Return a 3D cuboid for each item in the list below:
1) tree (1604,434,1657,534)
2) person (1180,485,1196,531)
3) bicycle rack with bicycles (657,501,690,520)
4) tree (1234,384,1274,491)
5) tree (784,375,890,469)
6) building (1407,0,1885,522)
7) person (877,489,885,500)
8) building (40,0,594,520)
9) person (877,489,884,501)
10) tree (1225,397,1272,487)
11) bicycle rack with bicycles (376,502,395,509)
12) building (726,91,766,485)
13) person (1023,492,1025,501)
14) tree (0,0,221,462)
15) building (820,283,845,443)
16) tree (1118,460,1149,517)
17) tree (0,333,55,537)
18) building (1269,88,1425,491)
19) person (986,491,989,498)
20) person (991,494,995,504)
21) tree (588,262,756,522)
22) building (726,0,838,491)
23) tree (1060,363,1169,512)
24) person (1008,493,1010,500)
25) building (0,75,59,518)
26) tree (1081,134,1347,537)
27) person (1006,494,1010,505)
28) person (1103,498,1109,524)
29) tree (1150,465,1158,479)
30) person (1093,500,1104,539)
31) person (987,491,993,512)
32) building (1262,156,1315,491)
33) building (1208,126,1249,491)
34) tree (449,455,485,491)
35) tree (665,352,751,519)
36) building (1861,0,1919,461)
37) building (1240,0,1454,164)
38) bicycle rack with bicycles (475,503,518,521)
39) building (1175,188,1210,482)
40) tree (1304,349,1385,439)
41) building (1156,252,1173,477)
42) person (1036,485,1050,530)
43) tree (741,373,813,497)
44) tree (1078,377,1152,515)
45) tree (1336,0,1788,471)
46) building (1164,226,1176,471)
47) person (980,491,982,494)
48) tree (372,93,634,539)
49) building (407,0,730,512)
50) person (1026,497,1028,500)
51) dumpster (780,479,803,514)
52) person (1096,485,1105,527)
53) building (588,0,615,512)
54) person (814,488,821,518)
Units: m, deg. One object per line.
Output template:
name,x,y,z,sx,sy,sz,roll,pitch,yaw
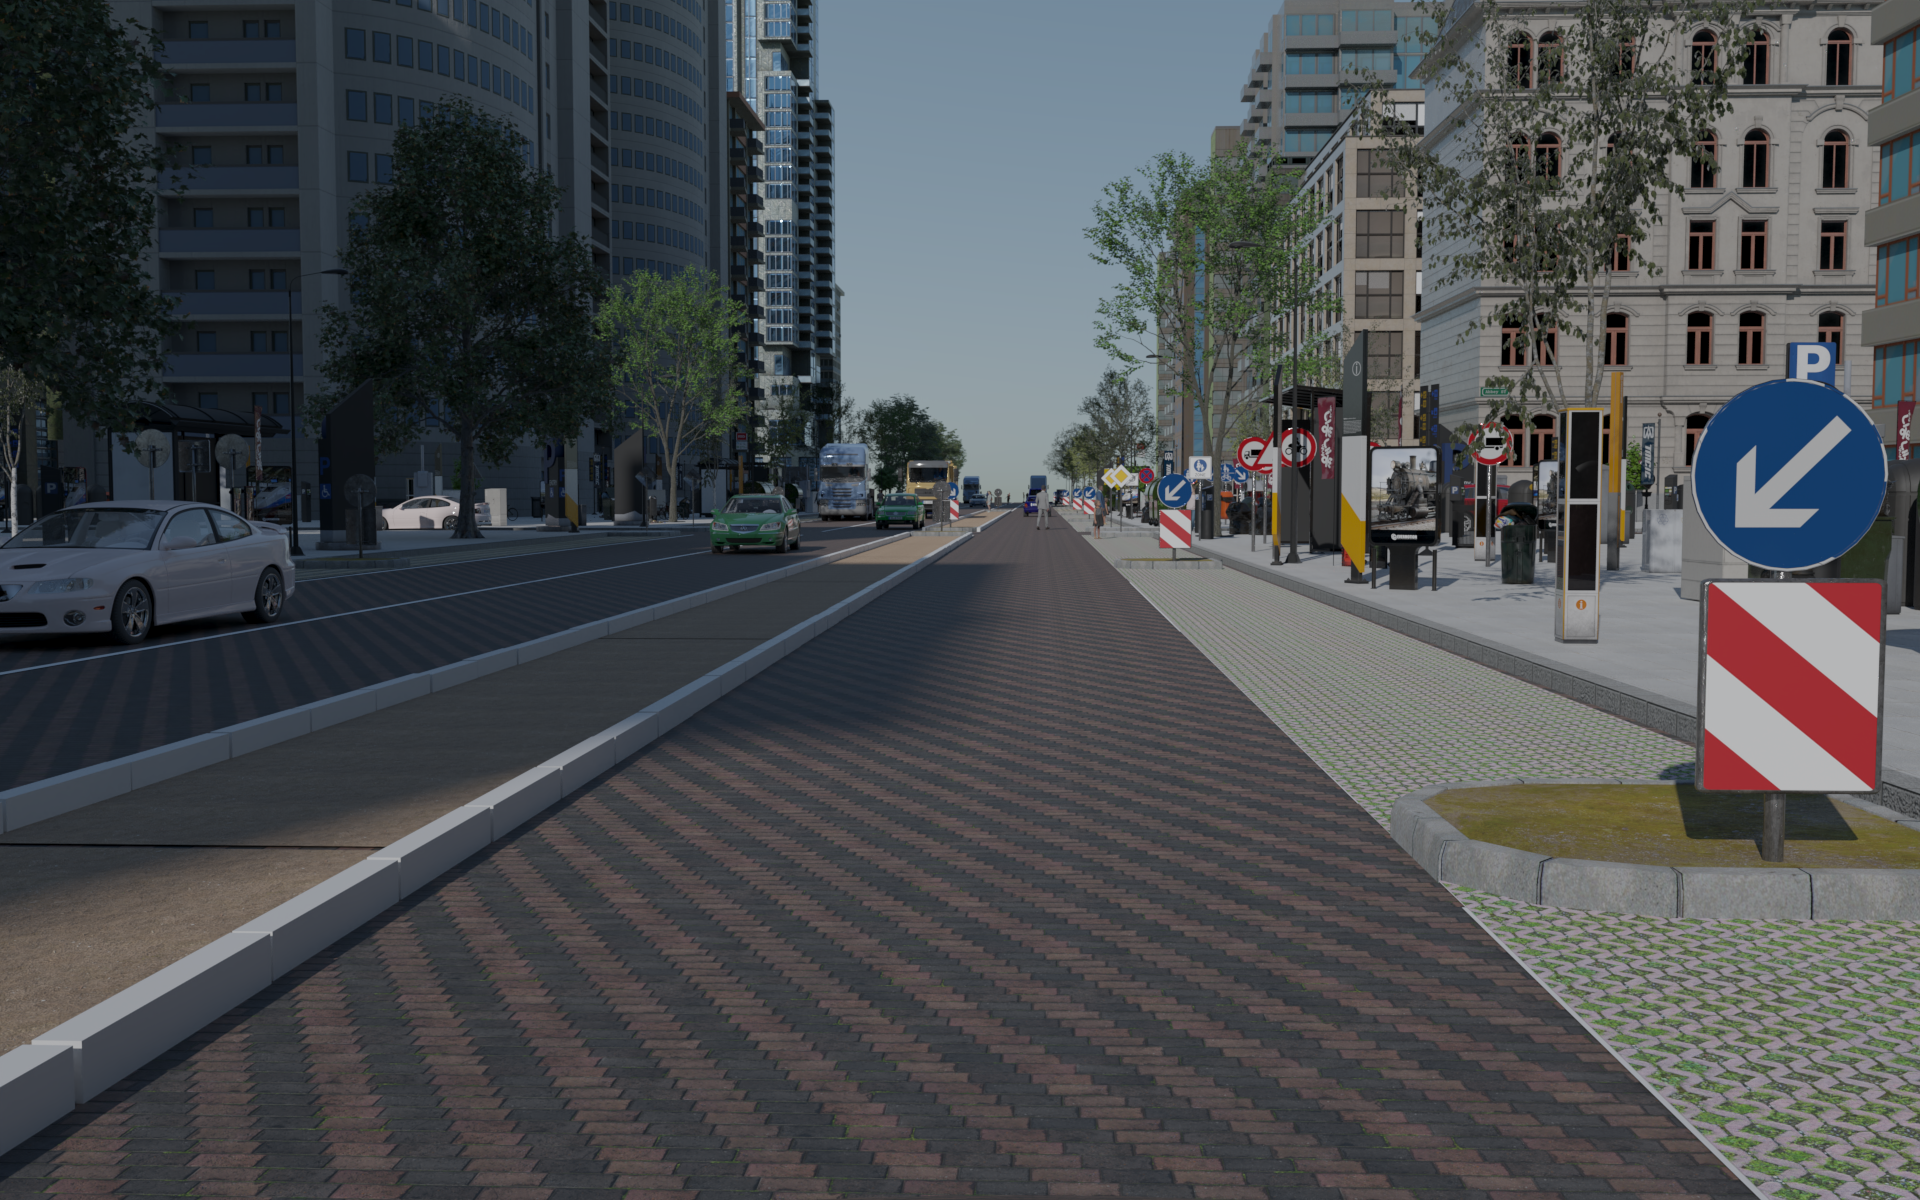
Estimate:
tree,21.742,-3.748,55.887,1.663,3.219,1.824,0,3,0
person,8.071,-3.162,60.875,0.731,1.740,0.598,0,4,5
bicycle rack with bicycles,-14.731,-4.435,85.902,2.925,0.926,2.852,-3,4,-38
tree,19.804,-9.860,111.577,4.360,8.622,3.978,0,3,0
tree,-9.616,-12.259,134.852,8.767,10.594,7.601,0,4,-6
building,35.292,-18.213,85.178,23.554,28.519,14.401,0,4,3
person,-6.525,-8.337,144.770,1.348,1.831,0.705,3,5,43
building,-34.758,-33.940,96.920,21.231,58.520,28.212,0,4,3
person,-5.671,-7.033,123.834,0.599,1.781,0.374,0,4,-6
tree,21.887,-11.043,130.919,4.737,8.622,4.395,0,3,0
bicycle rack with bicycles,-27.634,-4.088,80.221,2.925,0.926,2.852,0,4,-1
building,-33.009,-32.491,185.846,22.147,44.769,28.867,0,4,3
person,10.434,-16.617,281.009,0.721,1.723,1.217,0,4,1
tree,-15.112,-6.559,24.250,9.611,12.733,9.660,0,3,0
building,-32.537,-36.311,285.562,32.217,40.220,23.993,0,4,3
tree,9.345,-6.165,95.404,1.663,3.219,1.824,0,3,0
tree,-26.641,-5.991,48.323,4.360,8.622,3.978,0,3,0
building,34.022,-19.504,123.401,19.350,26.468,34.151,0,4,3
person,3.740,-13.384,227.192,0.599,1.838,0.709,-1,4,-19
person,4.694,-15.461,261.989,1.217,1.736,0.721,-1,4,-12
tree,-13.125,-9.348,78.596,9.928,11.665,9.643,0,3,0
building,-29.059,-57.704,256.124,22.319,86.520,31.000,0,4,3
tree,11.397,-11.579,123.733,7.601,10.594,8.767,0,4,7
person,7.781,-16.032,272.096,0.415,1.643,0.593,-1,4,-16
building,-65.563,-47.692,92.435,31.000,86.520,22.319,0,4,3
tree,7.577,-7.697,51.598,9.928,11.665,9.643,0,3,0
person,6.513,-13.712,235.957,1.065,1.426,0.557,3,5,45
person,6.838,-4.159,81.161,0.373,1.253,0.362,0,4,-6
tree,10.541,-6.414,99.471,1.663,3.219,1.824,0,3,0
person,4.399,-2.553,54.913,0.362,1.253,0.373,-2,4,-27
person,2.320,-7.751,136.227,0.522,1.701,0.512,-2,4,-24
building,33.228,-23.179,150.680,14.160,30.474,14.107,0,4,3
building,34.975,-31.290,195.179,14.154,41.232,14.086,0,4,3
tree,-22.606,-5.126,78.416,1.663,3.219,1.824,0,3,0
tree,-12.887,-8.481,89.019,4.360,8.622,3.978,0,3,0
building,35.965,-11.219,28.468,27.650,21.520,28.899,0,4,3
building,39.791,-33.800,172.242,23.786,49.044,30.456,0,4,3
bicycle rack with bicycles,-22.490,-4.216,82.314,2.925,0.926,2.852,-2,4,-25
building,38.253,-36.518,247.172,14.600,45.320,14.200,0,4,3
tree,19.099,-8.365,87.128,4.737,8.622,4.395,0,3,0
building,40.099,-37.246,292.565,14.154,41.232,14.086,0,4,3
person,3.317,-3.711,69.443,0.678,1.792,0.850,2,4,29
tree,-10.909,-9.446,104.798,4.737,8.622,4.395,0,3,0
tree,9.940,-9.562,106.694,4.360,8.622,3.978,0,3,0
tree,6.412,-4.149,18.201,4.360,8.622,3.978,0,3,0
building,43.631,-39.743,269.413,23.786,49.044,30.456,0,4,3
person,2.904,-14.166,240.106,0.705,1.826,1.348,-1,4,-21
tree,-14.177,-8.128,49.896,9.611,12.733,9.660,0,3,0
building,-33.973,-37.597,156.706,21.231,58.520,28.212,0,4,3
person,10.342,-15.717,266.945,0.415,1.643,0.593,2,4,26
dumpster,-11.111,-6.748,112.827,1.502,2.255,1.985,0,4,3
person,5.725,-3.783,70.542,0.419,1.800,0.721,-1,4,-8
building,-35.134,-42.244,128.935,20.563,71.187,20.611,0,4,3
person,-8.472,-5.829,104.206,0.661,1.777,0.834,1,4,21
